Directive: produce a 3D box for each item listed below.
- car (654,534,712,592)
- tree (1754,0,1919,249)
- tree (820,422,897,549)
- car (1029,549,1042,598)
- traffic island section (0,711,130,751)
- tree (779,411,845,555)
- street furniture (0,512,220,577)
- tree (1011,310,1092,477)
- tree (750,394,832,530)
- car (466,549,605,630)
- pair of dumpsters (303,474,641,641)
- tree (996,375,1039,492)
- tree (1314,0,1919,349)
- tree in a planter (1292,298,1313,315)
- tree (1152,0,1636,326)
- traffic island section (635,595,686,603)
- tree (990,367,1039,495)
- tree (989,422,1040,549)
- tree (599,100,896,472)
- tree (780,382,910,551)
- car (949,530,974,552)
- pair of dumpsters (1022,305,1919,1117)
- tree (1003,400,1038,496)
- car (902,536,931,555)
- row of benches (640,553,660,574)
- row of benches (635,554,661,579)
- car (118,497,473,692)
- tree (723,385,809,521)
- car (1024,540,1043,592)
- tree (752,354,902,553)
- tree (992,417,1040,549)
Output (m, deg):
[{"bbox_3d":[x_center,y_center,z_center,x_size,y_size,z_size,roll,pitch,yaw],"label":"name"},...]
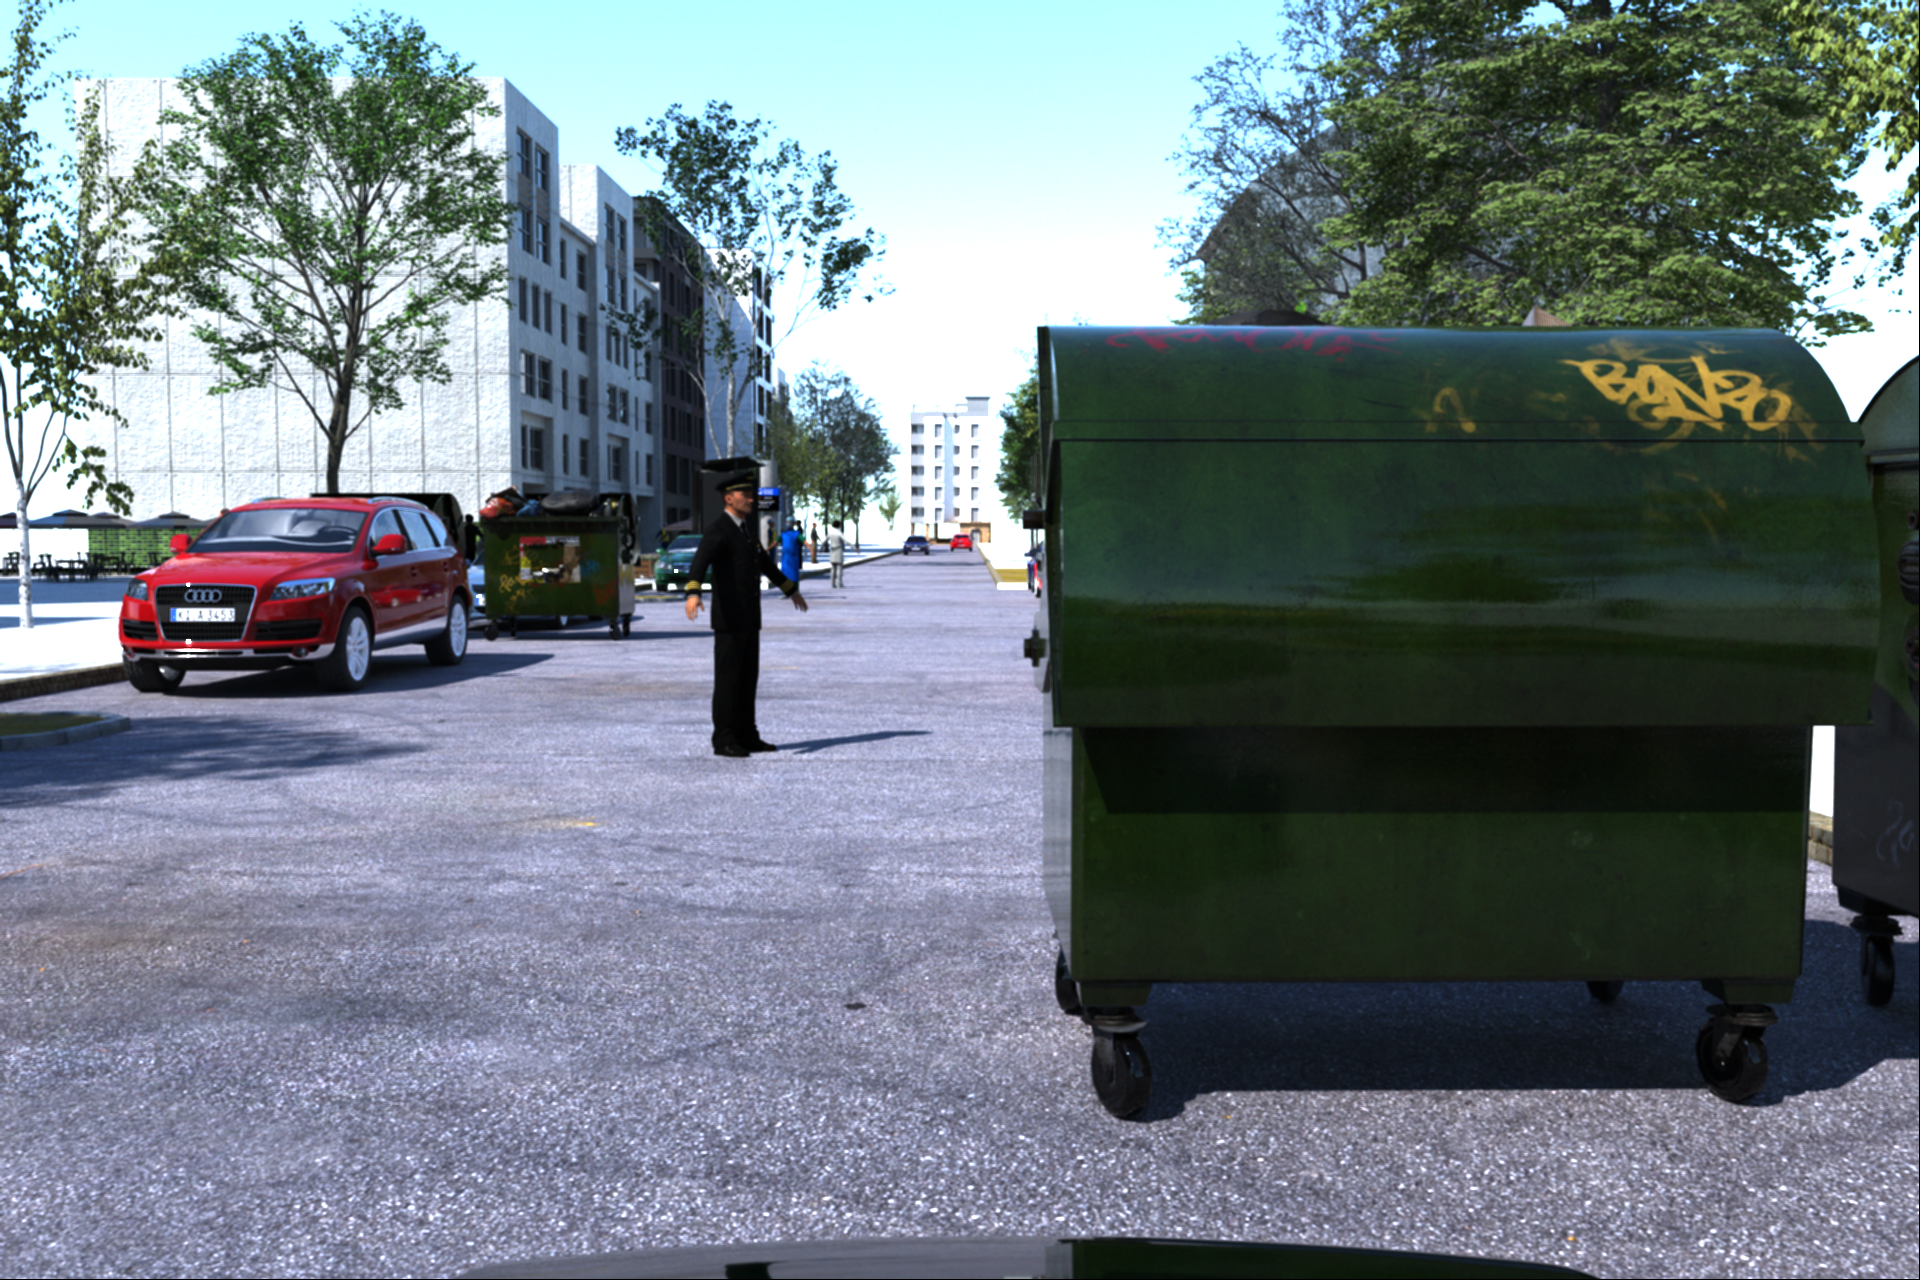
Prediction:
[{"bbox_3d":[-6.633,-2.001,44.519,2.131,1.459,4.920,0,4,0],"label":"car"},{"bbox_3d":[8.266,-3.865,13.558,4.737,8.622,4.395,0,3,0],"label":"tree"},{"bbox_3d":[-9.164,-13.818,151.673,9.928,11.665,9.643,0,3,0],"label":"tree"},{"bbox_3d":[2.594,-1.756,37.753,2.155,1.783,4.494,0,4,-1],"label":"car"},{"bbox_3d":[-7.071,0.652,12.205,1.991,0.108,1.994,0,3,0],"label":"traffic island section"},{"bbox_3d":[-9.158,-9.369,103.553,4.737,8.622,4.395,0,3,0],"label":"tree"},{"bbox_3d":[-27.078,-3.168,56.821,27.439,1.986,14.083,-1,4,-9],"label":"street furniture"},{"bbox_3d":[5.646,-8.471,72.915,7.601,10.594,8.767,0,4,1],"label":"tree"},{"bbox_3d":[-9.470,-8.670,92.121,4.360,8.622,3.978,0,3,0],"label":"tree"},{"bbox_3d":[-6.785,-0.946,27.475,2.014,1.417,4.499,0,4,1],"label":"car"},{"bbox_3d":[-6.677,-1.144,23.650,4.436,2.255,1.574,0,4,0],"label":"pair of dumpsters"},{"bbox_3d":[5.664,-11.040,106.258,9.928,11.665,9.643,0,3,0],"label":"tree"},{"bbox_3d":[8.395,-6.399,22.758,7.486,12.596,7.792,0,3,0],"label":"tree"},{"bbox_3d":[2.644,-0.976,13.186,1.991,3.239,1.994,0,4,1],"label":"tree in a planter"},{"bbox_3d":[8.406,-7.567,34.098,12.009,13.543,11.850,0,3,0],"label":"tree"},{"bbox_3d":[-6.908,-0.880,37.256,1.991,0.108,1.994,0,4,1],"label":"traffic island section"},{"bbox_3d":[5.586,-9.357,87.391,7.601,10.594,8.767,2,4,26],"label":"tree"},{"bbox_3d":[5.990,-11.975,130.206,8.767,10.594,7.601,2,4,30],"label":"tree"},{"bbox_3d":[-9.125,-13.348,74.129,12.611,20.169,13.585,0,3,0],"label":"tree"},{"bbox_3d":[-9.065,-13.759,135.333,12.009,13.543,11.850,0,3,0],"label":"tree"},{"bbox_3d":[0.122,-8.208,143.245,2.155,1.783,4.494,0,3,0],"label":"car"},{"bbox_3d":[2.387,0.011,4.771,4.436,2.255,1.574,0,4,-1],"label":"pair of dumpsters"},{"bbox_3d":[6.514,-11.801,118.697,9.928,11.665,9.643,0,3,0],"label":"tree"},{"bbox_3d":[-2.977,-6.459,118.192,1.945,1.354,3.894,0,4,0],"label":"car"},{"bbox_3d":[-10.012,-2.440,55.359,1.422,0.672,4.104,0,3,0],"label":"row of benches"},{"bbox_3d":[-9.131,-2.181,51.118,1.422,0.672,4.104,0,4,-1],"label":"row of benches"},{"bbox_3d":[-6.484,-0.536,17.429,2.281,1.827,5.304,0,4,0],"label":"car"},{"bbox_3d":[-9.024,-8.243,85.135,4.360,8.622,3.978,0,3,0],"label":"tree"},{"bbox_3d":[2.612,-1.912,43.842,1.945,1.354,3.894,0,3,0],"label":"car"},{"bbox_3d":[-9.121,-12.679,117.667,12.009,13.543,11.850,0,3,0],"label":"tree"},{"bbox_3d":[6.496,-14.065,148.089,7.486,12.596,7.792,0,3,0],"label":"tree"}]
